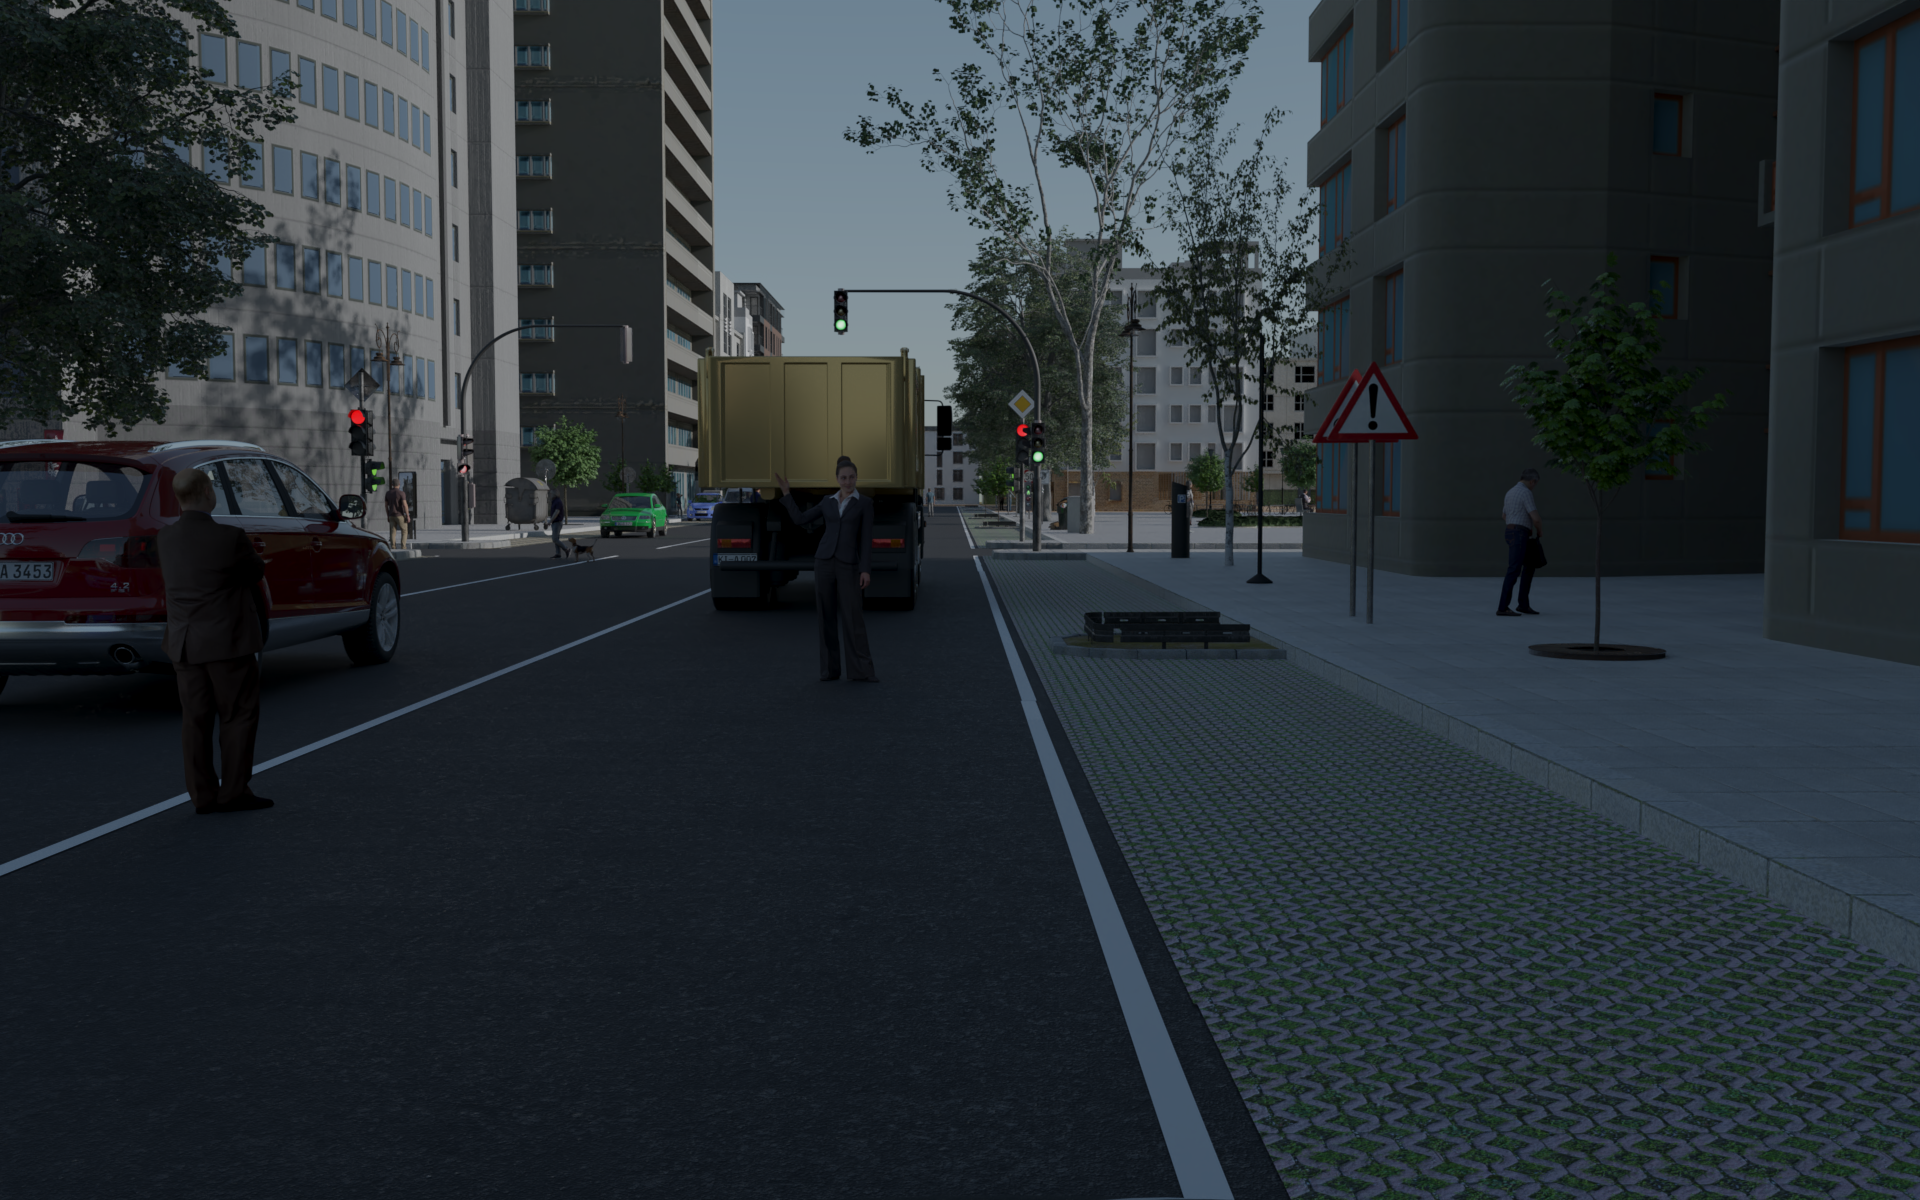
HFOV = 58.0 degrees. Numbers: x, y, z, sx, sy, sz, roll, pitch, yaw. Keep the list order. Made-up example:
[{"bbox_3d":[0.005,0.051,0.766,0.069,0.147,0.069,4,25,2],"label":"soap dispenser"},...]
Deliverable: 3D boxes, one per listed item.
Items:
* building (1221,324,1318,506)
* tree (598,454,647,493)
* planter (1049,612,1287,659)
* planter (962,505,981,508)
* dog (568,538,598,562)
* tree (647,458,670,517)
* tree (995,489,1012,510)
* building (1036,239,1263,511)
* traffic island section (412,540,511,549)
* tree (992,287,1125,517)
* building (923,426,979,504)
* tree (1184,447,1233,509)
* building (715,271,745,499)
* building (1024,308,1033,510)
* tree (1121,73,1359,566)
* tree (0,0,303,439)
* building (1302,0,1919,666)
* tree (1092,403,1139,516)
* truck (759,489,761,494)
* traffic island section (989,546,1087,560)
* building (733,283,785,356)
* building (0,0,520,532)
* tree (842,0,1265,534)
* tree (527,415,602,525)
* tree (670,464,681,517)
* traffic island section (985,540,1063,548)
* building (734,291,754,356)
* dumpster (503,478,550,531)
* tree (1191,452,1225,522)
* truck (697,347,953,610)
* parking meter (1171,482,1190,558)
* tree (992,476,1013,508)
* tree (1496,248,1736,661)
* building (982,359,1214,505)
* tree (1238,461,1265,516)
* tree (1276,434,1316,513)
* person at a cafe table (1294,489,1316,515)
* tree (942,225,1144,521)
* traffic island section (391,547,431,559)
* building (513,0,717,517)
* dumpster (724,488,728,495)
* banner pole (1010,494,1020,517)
[{"bbox_3d":[45.377,-19.562,186.290,31.486,18.905,16.747,0,4,0],"label":"building"},{"bbox_3d":[-16.312,-5.417,83.170,1.663,3.219,1.824,0,3,0],"label":"tree"},{"bbox_3d":[1.825,0.321,15.890,1.991,0.319,1.994,0,4,0],"label":"planter"},{"bbox_3d":[1.154,-9.439,175.473,1.991,0.319,1.994,0,4,0],"label":"planter"},{"bbox_3d":[-7.978,-1.061,36.643,0.540,0.507,0.406,-2,4,-27],"label":"dog"},{"bbox_3d":[-16.798,-6.000,92.696,1.663,3.219,1.824,0,3,0],"label":"tree"},{"bbox_3d":[3.328,-8.910,140.275,1.663,3.219,1.824,0,3,0],"label":"tree"},{"bbox_3d":[14.367,-16.981,134.067,16.016,20.091,11.380,0,4,0],"label":"building"},{"bbox_3d":[-13.342,-1.491,46.658,2.009,0.180,2.903,0,4,0],"label":"traffic island section"},{"bbox_3d":[5.124,-10.690,92.915,7.486,12.596,7.792,0,3,0],"label":"tree"},{"bbox_3d":[-11.488,-16.639,214.194,28.070,9.664,9.099,0,4,0],"label":"building"},{"bbox_3d":[17.203,-8.341,120.081,4.285,4.588,4.351,0,3,0],"label":"tree"},{"bbox_3d":[-27.347,-16.583,137.589,16.747,18.905,31.486,0,4,0],"label":"building"},{"bbox_3d":[13.405,-17.694,145.721,16.016,20.091,11.380,0,4,0],"label":"building"},{"bbox_3d":[4.831,-4.909,30.625,4.360,8.622,3.978,0,3,0],"label":"tree"},{"bbox_3d":[-16.037,-7.424,28.035,9.857,13.997,8.962,0,3,0],"label":"tree"},{"bbox_3d":[20.933,-10.740,20.643,27.650,21.520,28.899,0,4,0],"label":"building"},{"bbox_3d":[8.031,-9.229,101.261,4.737,8.622,4.395,0,3,0],"label":"tree"},{"bbox_3d":[-10.740,-6.910,101.895,2.839,4.237,11.283,0,4,-1],"label":"truck"},{"bbox_3d":[1.732,-1.006,38.731,2.009,0.180,2.903,0,4,0],"label":"traffic island section"},{"bbox_3d":[-35.602,-20.634,181.332,32.646,21.610,27.936,0,4,0],"label":"building"},{"bbox_3d":[-30.046,-31.778,61.570,21.231,58.520,28.212,0,4,0],"label":"building"},{"bbox_3d":[3.045,-12.265,56.428,12.611,20.169,13.585,0,3,0],"label":"tree"},{"bbox_3d":[-16.341,-5.389,71.827,4.285,4.588,4.351,0,3,0],"label":"tree"},{"bbox_3d":[-16.101,-6.158,95.288,1.663,3.219,1.824,0,3,0],"label":"tree"},{"bbox_3d":[1.699,-1.495,46.716,2.009,0.180,2.903,0,4,0],"label":"traffic island section"},{"bbox_3d":[-26.953,-18.503,158.946,16.016,20.091,11.380,0,4,0],"label":"building"},{"bbox_3d":[-15.356,-3.399,61.326,1.264,1.857,1.865,0,3,0],"label":"dumpster"},{"bbox_3d":[11.334,-5.223,79.998,1.663,3.219,1.824,0,3,0],"label":"tree"},{"bbox_3d":[-1.826,-1.779,25.019,3.469,3.379,9.791,0,4,0],"label":"truck"},{"bbox_3d":[4.431,-1.612,34.761,0.372,1.533,0.369,0,3,0],"label":"parking meter"},{"bbox_3d":[3.685,-11.049,164.362,4.285,4.588,4.351,0,3,0],"label":"tree"},{"bbox_3d":[5.205,-1.166,13.671,1.663,3.219,1.824,0,3,0],"label":"tree"},{"bbox_3d":[18.613,-21.502,218.018,31.486,18.905,16.747,0,4,0],"label":"building"},{"bbox_3d":[17.202,-6.474,100.456,1.663,3.219,1.824,0,3,0],"label":"tree"},{"bbox_3d":[18.687,-6.725,93.673,4.285,4.588,4.351,0,3,0],"label":"tree"},{"bbox_3d":[17.104,-4.663,84.748,1.622,1.524,1.698,-3,4,-36],"label":"person at a cafe table"},{"bbox_3d":[3.845,-10.662,80.986,9.857,13.997,8.962,0,3,0],"label":"tree"},{"bbox_3d":[-13.309,-1.003,38.673,2.009,0.180,2.903,0,4,0],"label":"traffic island section"},{"bbox_3d":[-27.274,-29.542,106.718,21.300,48.544,21.600,0,4,0],"label":"building"},{"bbox_3d":[-15.697,-7.257,121.138,1.502,2.255,1.985,0,4,0],"label":"dumpster"},{"bbox_3d":[3.176,-6.585,97.678,0.401,3.779,0.863,0,4,1],"label":"banner pole"}]
